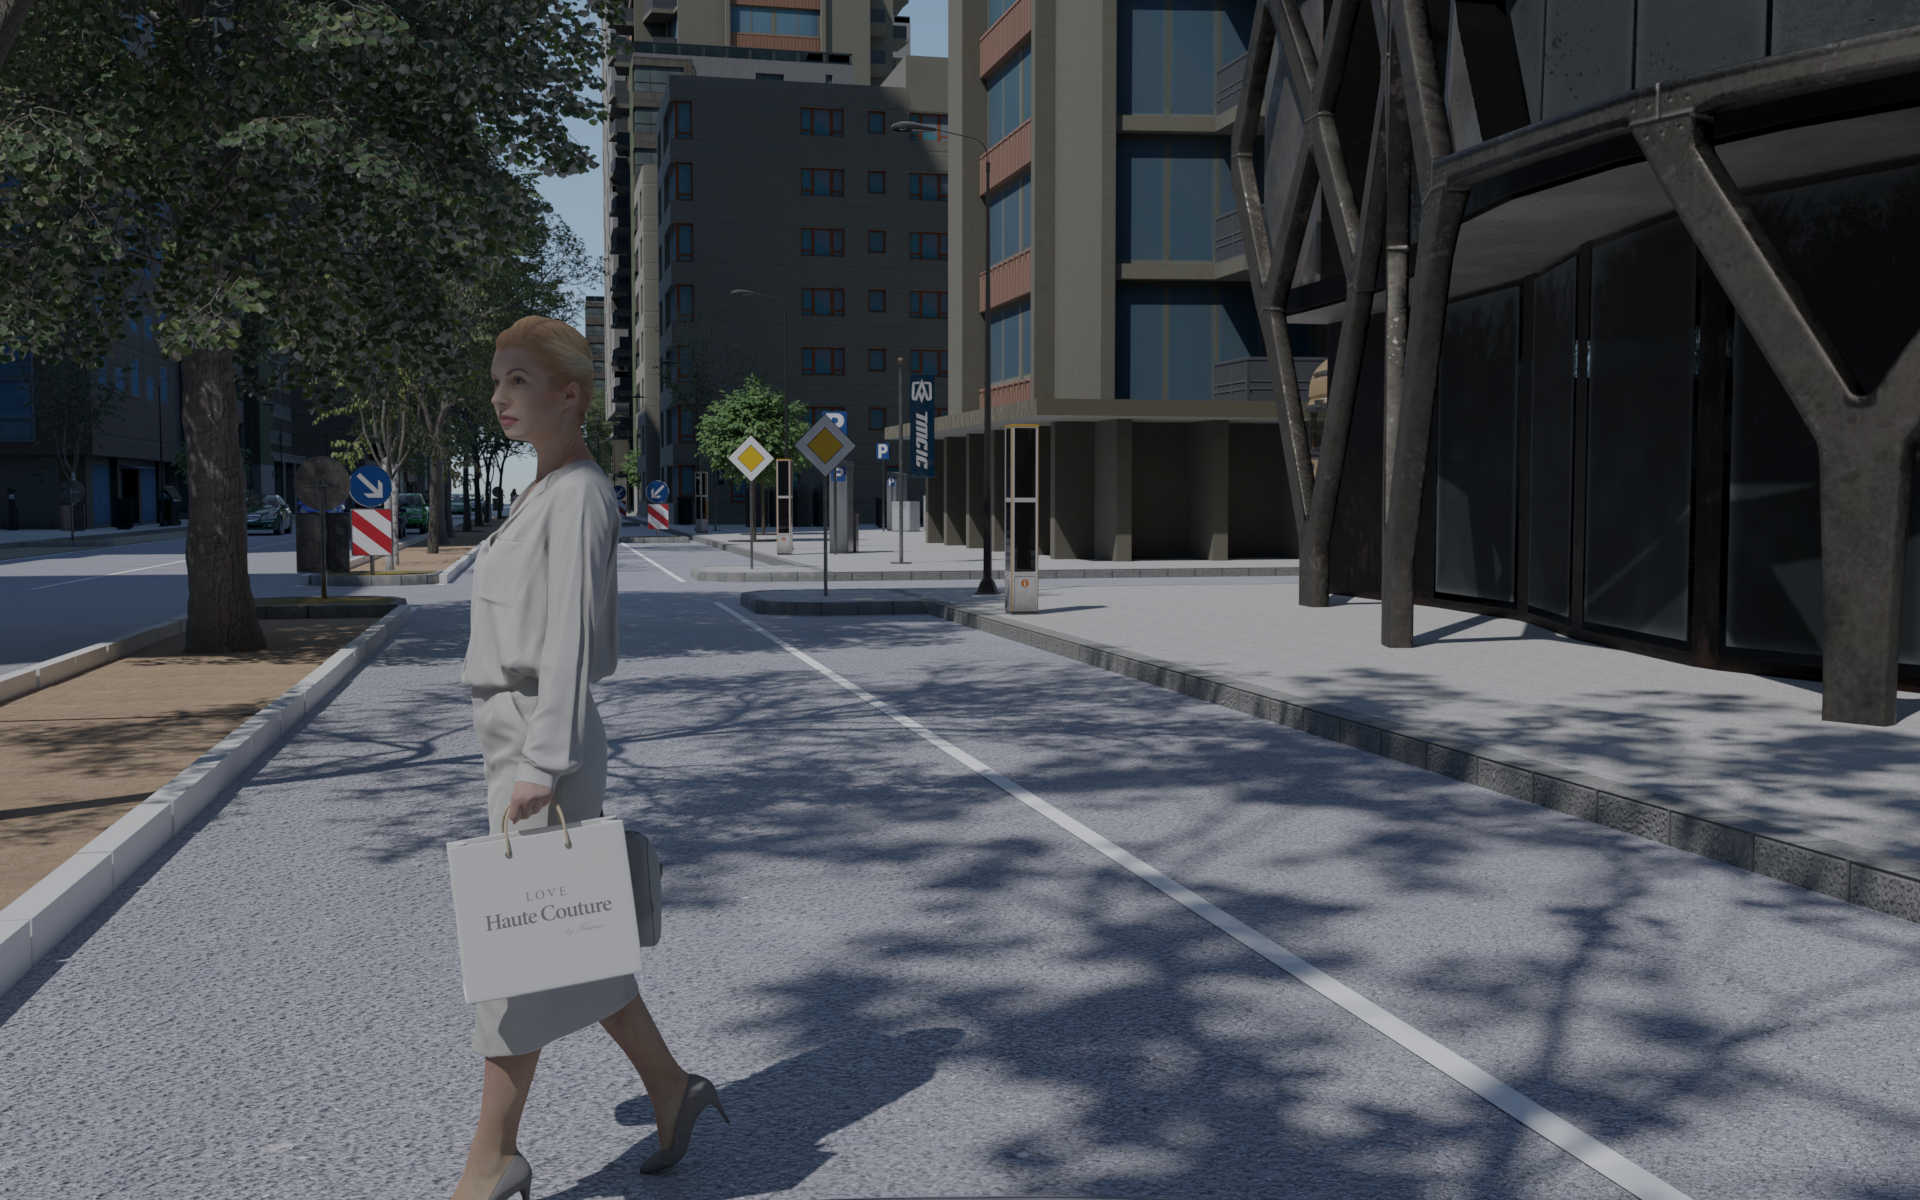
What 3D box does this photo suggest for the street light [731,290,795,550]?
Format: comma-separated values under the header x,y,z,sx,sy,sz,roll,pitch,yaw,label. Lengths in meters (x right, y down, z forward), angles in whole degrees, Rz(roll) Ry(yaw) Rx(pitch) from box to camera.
x,y,z,sx,sy,sz,roll,pitch,yaw,label
-4.515,-4.107,39.684,1.470,5.913,1.316,-1,4,-13,street light

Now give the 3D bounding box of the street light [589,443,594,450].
x,y,z,sx,sy,sz,roll,pitch,yaw,label
-32.537,-11.240,156.312,1.470,5.913,1.316,-1,4,-13,street light

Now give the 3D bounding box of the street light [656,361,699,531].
x,y,z,sx,sy,sz,roll,pitch,yaw,label
-9.704,-5.381,60.526,1.470,5.913,1.316,-1,4,-13,street light

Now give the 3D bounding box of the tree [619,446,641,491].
x,y,z,sx,sy,sz,roll,pitch,yaw,label
-19.092,-7.463,105.737,4.285,4.588,4.351,0,3,0,tree

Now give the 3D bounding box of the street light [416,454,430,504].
x,y,z,sx,sy,sz,roll,pitch,yaw,label
-63.045,-14.062,202.459,1.470,5.913,1.316,-1,4,-13,street light

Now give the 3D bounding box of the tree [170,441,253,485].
x,y,z,sx,sy,sz,roll,pitch,yaw,label
-34.259,-5.837,79.152,4.285,4.588,4.351,0,3,0,tree

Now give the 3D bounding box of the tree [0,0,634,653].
x,y,z,sx,sy,sz,roll,pitch,yaw,label
-6.669,-6.493,15.268,9.857,13.997,8.962,0,3,0,tree

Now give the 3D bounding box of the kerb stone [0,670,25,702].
x,y,z,sx,sy,sz,roll,pitch,yaw,label
-6.711,0.614,12.195,0.120,0.150,1.000,-1,4,-13,kerb stone

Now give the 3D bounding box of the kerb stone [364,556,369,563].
x,y,z,sx,sy,sz,roll,pitch,yaw,label
-12.332,-0.823,35.651,0.120,0.150,1.000,-1,4,-13,kerb stone

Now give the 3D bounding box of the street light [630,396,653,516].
x,y,z,sx,sy,sz,roll,pitch,yaw,label
-14.711,-6.686,81.862,1.470,5.913,1.316,-1,4,-13,street light

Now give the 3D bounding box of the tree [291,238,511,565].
x,y,z,sx,sy,sz,roll,pitch,yaw,label
-11.394,-5.003,34.614,4.737,8.622,4.395,0,3,0,tree

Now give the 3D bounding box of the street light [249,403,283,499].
x,y,z,sx,sy,sz,roll,pitch,yaw,label
-35.740,-7.103,88.675,1.470,5.913,1.316,-1,4,-13,street light

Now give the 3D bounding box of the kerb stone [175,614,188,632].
x,y,z,sx,sy,sz,roll,pitch,yaw,label
-8.139,0.246,18.178,0.120,0.150,1.000,-1,4,-13,kerb stone

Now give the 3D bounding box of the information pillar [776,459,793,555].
x,y,z,sx,sy,sz,roll,pitch,yaw,label
-3.697,-1.958,36.503,0.304,2.012,0.304,0,4,3,information pillar

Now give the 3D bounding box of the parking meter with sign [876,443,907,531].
x,y,z,sx,sy,sz,roll,pitch,yaw,label
-2.162,-3.903,60.081,0.543,3.016,1.738,2,4,34,parking meter with sign

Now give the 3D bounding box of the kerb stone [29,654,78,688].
x,y,z,sx,sy,sz,roll,pitch,yaw,label
-6.933,0.551,13.192,0.120,0.150,1.000,-1,4,-13,kerb stone

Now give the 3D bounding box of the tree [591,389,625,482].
x,y,z,sx,sy,sz,roll,pitch,yaw,label
-38.867,-16.416,186.521,7.486,12.596,7.792,0,3,0,tree

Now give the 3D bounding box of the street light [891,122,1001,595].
x,y,z,sx,sy,sz,roll,pitch,yaw,label
-0.175,-3.019,21.899,1.470,5.913,1.316,-1,4,-13,street light

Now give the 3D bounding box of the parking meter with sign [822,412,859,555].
x,y,z,sx,sy,sz,roll,pitch,yaw,label
-2.543,-2.521,37.475,0.543,3.016,1.738,0,4,7,parking meter with sign

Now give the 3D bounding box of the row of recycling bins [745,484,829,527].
x,y,z,sx,sy,sz,roll,pitch,yaw,label
-6.606,-3.705,67.684,3.534,1.692,1.069,-1,4,-20,row of recycling bins

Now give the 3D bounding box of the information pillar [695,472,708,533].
x,y,z,sx,sy,sz,roll,pitch,yaw,label
-8.509,-3.214,57.041,0.304,2.012,0.304,3,5,41,information pillar

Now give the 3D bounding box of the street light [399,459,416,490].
x,y,z,sx,sy,sz,roll,pitch,yaw,label
-57.994,-12.746,180.936,1.470,5.913,1.316,-1,4,-13,street light

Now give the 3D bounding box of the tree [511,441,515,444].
x,y,z,sx,sy,sz,roll,pitch,yaw,label
-24.947,-8.488,91.598,4.737,8.622,4.395,0,3,0,tree

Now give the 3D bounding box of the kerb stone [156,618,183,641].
x,y,z,sx,sy,sz,roll,pitch,yaw,label
-7.902,0.316,17.176,0.120,0.150,1.000,-1,4,-13,kerb stone

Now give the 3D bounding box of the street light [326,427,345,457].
x,y,z,sx,sy,sz,roll,pitch,yaw,label
-43.489,-9.057,120.628,1.470,5.913,1.316,-1,4,-13,street light

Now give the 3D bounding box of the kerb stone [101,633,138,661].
x,y,z,sx,sy,sz,roll,pitch,yaw,label
-7.409,0.429,15.186,0.120,0.150,1.000,-1,4,-13,kerb stone

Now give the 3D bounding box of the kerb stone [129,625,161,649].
x,y,z,sx,sy,sz,roll,pitch,yaw,label
-7.665,0.368,16.180,0.120,0.150,1.000,-1,4,-13,kerb stone

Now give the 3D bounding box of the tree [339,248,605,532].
x,y,z,sx,sy,sz,roll,pitch,yaw,label
-18.613,-9.302,64.911,12.009,13.543,11.850,0,3,0,tree

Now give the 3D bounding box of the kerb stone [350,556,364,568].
x,y,z,sx,sy,sz,roll,pitch,yaw,label
-12.097,-0.759,34.653,0.120,0.150,1.000,-1,4,-13,kerb stone

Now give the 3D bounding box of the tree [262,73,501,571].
x,y,z,sx,sy,sz,roll,pitch,yaw,label
-9.956,-4.719,29.979,4.360,8.622,3.978,0,3,0,tree

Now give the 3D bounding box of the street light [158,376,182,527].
x,y,z,sx,sy,sz,roll,pitch,yaw,label
-30.691,-5.826,67.800,1.470,5.913,1.316,-1,4,-13,street light

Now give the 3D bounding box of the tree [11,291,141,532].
x,y,z,sx,sy,sz,roll,pitch,yaw,label
-30.326,-6.657,59.197,4.360,8.622,3.978,0,3,0,tree

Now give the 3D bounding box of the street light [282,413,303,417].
x,y,z,sx,sy,sz,roll,pitch,yaw,label
-38.495,-7.780,99.740,1.470,5.913,1.316,-1,4,-13,street light

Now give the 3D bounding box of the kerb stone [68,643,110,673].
x,y,z,sx,sy,sz,roll,pitch,yaw,label
-7.178,0.492,14.191,0.120,0.150,1.000,-1,4,-13,kerb stone

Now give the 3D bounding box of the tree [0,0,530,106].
x,y,z,sx,sy,sz,roll,pitch,yaw,label
-4.323,-4.281,6.871,8.767,10.594,7.601,-1,4,-13,tree

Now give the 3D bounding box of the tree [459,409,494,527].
x,y,z,sx,sy,sz,roll,pitch,yaw,label
-21.411,-9.059,76.320,9.928,11.665,9.643,0,3,0,tree

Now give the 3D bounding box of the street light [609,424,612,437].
x,y,z,sx,sy,sz,roll,pitch,yaw,label
-22.470,-8.686,114.555,1.470,5.913,1.316,-1,4,-13,street light

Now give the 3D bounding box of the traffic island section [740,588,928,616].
x,y,z,sx,sy,sz,roll,pitch,yaw,label
-1.674,0.026,21.853,2.009,0.180,2.903,-1,4,-13,traffic island section

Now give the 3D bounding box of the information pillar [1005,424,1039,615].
x,y,z,sx,sy,sz,roll,pitch,yaw,label
0.657,-0.855,18.463,0.304,2.012,0.304,-1,4,-12,information pillar

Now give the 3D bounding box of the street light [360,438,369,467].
x,y,z,sx,sy,sz,roll,pitch,yaw,label
-48.571,-10.365,142.009,1.470,5.913,1.316,-1,4,-13,street light

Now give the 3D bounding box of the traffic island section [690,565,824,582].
x,y,z,sx,sy,sz,roll,pitch,yaw,label
-3.539,-0.449,29.618,2.009,0.180,2.903,-1,4,-13,traffic island section

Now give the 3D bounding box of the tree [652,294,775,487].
x,y,z,sx,sy,sz,roll,pitch,yaw,label
-9.381,-6.990,64.644,4.360,8.622,3.978,0,3,0,tree

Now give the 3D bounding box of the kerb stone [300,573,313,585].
x,y,z,sx,sy,sz,roll,pitch,yaw,label
-10.421,-0.336,27.691,0.120,0.150,1.000,-1,4,-13,kerb stone

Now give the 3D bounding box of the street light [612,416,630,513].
x,y,z,sx,sy,sz,roll,pitch,yaw,label
-19.671,-7.964,102.759,1.470,5.913,1.316,-1,4,-13,street light

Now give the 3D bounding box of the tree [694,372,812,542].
x,y,z,sx,sy,sz,roll,pitch,yaw,label
-5.477,-3.855,46.742,4.285,4.588,4.351,0,3,0,tree

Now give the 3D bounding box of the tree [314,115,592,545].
x,y,z,sx,sy,sz,roll,pitch,yaw,label
-14.450,-7.796,48.042,7.486,12.596,7.792,0,3,0,tree

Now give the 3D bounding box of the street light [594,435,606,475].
x,y,z,sx,sy,sz,roll,pitch,yaw,label
-27.580,-9.962,135.415,1.470,5.913,1.316,-1,4,-13,street light
